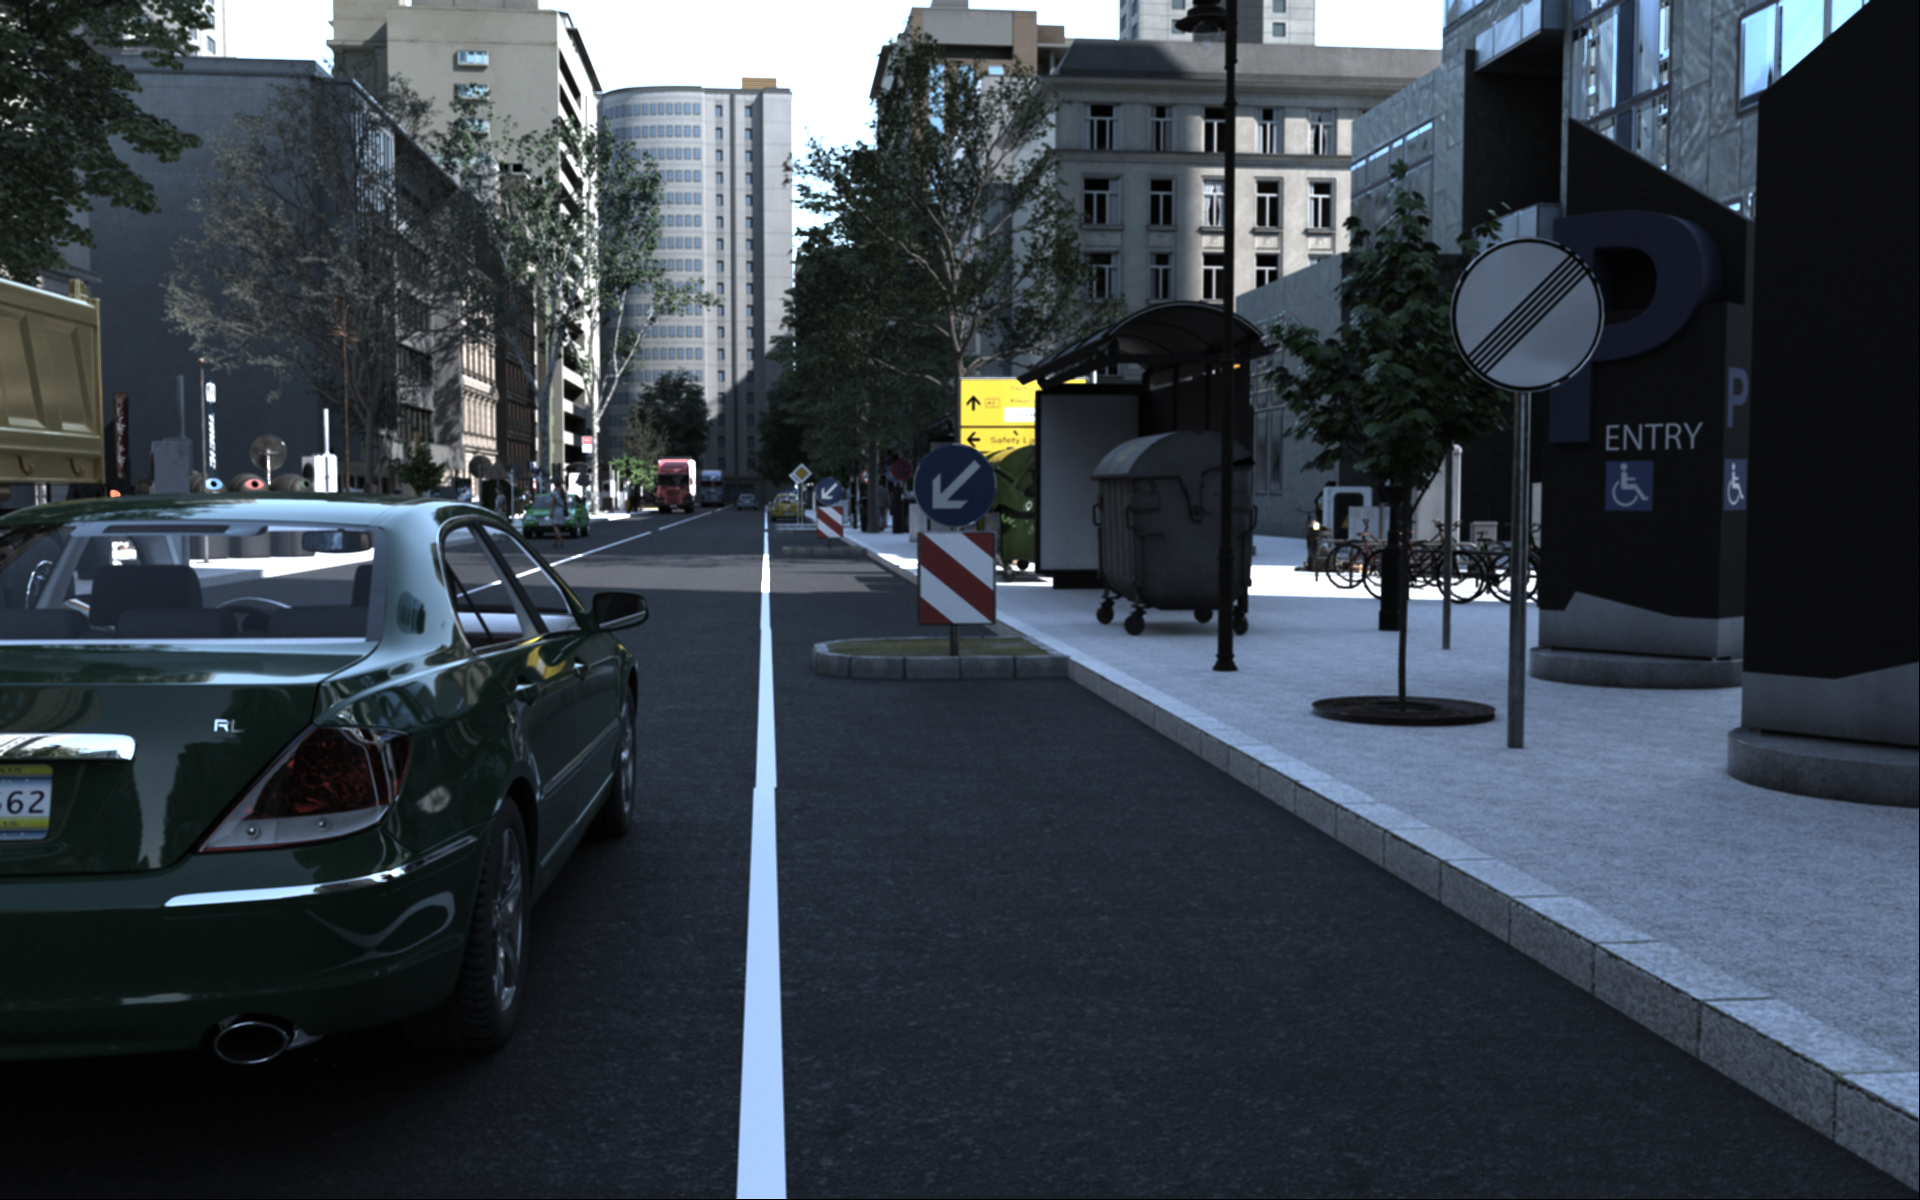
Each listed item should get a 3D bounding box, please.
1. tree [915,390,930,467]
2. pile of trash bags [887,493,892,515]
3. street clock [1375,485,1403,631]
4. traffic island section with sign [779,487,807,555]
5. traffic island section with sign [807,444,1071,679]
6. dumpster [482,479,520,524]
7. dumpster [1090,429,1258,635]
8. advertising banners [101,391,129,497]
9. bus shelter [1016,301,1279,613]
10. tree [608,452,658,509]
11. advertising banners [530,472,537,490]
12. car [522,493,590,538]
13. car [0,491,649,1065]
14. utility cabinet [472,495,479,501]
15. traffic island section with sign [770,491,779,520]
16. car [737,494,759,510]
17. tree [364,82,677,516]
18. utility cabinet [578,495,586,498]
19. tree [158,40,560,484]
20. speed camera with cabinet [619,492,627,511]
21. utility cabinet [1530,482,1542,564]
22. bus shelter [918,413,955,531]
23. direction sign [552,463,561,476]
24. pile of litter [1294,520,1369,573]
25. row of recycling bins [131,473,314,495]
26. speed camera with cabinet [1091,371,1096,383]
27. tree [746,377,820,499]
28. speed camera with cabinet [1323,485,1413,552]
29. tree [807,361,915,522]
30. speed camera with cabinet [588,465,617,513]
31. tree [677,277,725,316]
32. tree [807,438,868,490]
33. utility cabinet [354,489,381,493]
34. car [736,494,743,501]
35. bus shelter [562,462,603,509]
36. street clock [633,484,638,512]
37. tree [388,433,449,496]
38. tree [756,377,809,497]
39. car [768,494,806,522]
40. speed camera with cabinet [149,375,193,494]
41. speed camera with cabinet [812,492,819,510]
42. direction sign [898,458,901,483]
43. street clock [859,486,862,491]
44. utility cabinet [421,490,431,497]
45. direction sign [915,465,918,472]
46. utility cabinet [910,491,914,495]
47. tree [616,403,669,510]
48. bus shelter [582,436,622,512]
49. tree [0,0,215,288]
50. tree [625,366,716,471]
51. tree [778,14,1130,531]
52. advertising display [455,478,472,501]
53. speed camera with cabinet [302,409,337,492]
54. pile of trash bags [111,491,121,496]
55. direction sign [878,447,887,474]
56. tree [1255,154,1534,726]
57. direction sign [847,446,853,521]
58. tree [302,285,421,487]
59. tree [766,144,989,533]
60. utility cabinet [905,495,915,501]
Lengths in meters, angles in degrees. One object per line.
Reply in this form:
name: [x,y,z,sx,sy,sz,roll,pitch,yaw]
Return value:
tree: [-3.278,-9.852,111.450,4.360,8.622,3.978,0,3,0]
pile of trash bags: [-3.455,-5.803,104.634,1.912,1.369,3.447,-2,4,-25]
street clock: [4.076,-0.716,16.272,0.471,2.002,0.358,3,4,38]
traffic island section with sign: [-3.254,-2.004,41.395,1.989,1.847,2.006,0,4,-6]
traffic island section with sign: [-0.225,-0.353,14.398,1.989,1.847,2.006,0,4,-6]
dumpster: [-19.841,-4.409,74.573,1.502,2.255,1.985,0,4,-7]
dumpster: [2.018,-0.652,16.418,1.264,1.857,1.865,0,4,-6]
advertising banners: [-14.926,-2.077,30.143,2.074,3.025,0.090,3,5,40]
bus shelter: [2.070,-1.652,20.928,2.014,3.302,5.546,0,4,-6]
tree: [-26.950,-10.026,147.641,4.285,4.588,4.351,0,3,0]
advertising banners: [-31.327,-8.192,130.119,2.074,3.025,0.090,-3,5,-41]
car: [-13.405,-2.981,57.542,1.959,1.807,4.718,0,4,-6]
car: [-2.178,0.366,5.808,2.131,1.459,4.920,0,4,-5]
utility cabinet: [-29.520,-5.783,105.714,0.306,1.237,1.020,0,4,-5]
traffic island section with sign: [-9.430,-5.383,96.634,1.989,1.847,2.006,0,4,-6]
car: [-18.862,-8.677,153.876,2.014,1.417,4.499,0,4,-5]
tree: [-20.689,-13.789,81.345,12.611,20.169,13.585,0,3,0]
utility cabinet: [-20.793,-5.097,94.498,0.306,1.237,1.020,1,4,18]
tree: [-16.178,-8.363,47.104,12.009,13.543,11.850,0,3,0]
speed camera with cabinet: [-25.982,-8.338,130.661,2.038,3.252,0.660,1,4,19]
utility cabinet: [10.809,-1.396,31.505,1.173,1.500,0.318,-3,5,-43]
bus shelter: [0.221,-2.942,42.027,2.014,3.302,5.546,0,4,-6]
direction sign: [-29.751,-8.307,127.809,0.876,3.537,0.379,2,4,29]
pile of litter: [6.184,-0.908,28.806,1.176,0.858,1.719,0,4,3]
row of recycling bins: [-14.528,-1.662,34.293,1.069,1.692,3.534,3,5,39]
speed camera with cabinet: [2.281,-2.007,27.149,0.660,3.252,2.038,0,4,4]
tree: [-15.042,-15.114,164.115,9.611,12.733,9.660,0,3,0]
speed camera with cabinet: [9.089,-2.685,38.231,2.038,3.252,0.660,0,4,0]
tree: [-4.520,-7.792,77.765,4.360,8.622,3.978,0,3,0]
speed camera with cabinet: [-24.203,-7.479,116.617,2.038,3.252,0.660,2,4,25]
tree: [-19.942,-14.973,100.699,12.611,20.169,13.585,0,3,0]
tree: [-6.090,-6.370,87.871,4.285,4.588,4.351,0,3,0]
utility cabinet: [-26.476,-4.199,77.331,1.173,1.500,0.318,-1,4,-18]
car: [-23.298,-10.786,188.142,2.131,1.459,4.920,0,4,-7]
bus shelter: [-24.530,-7.268,112.748,2.014,3.302,5.546,0,4,-6]
street clock: [-22.734,-7.148,121.446,0.358,2.002,0.471,-1,4,-16]
tree: [-16.882,-3.675,54.684,1.663,3.219,1.824,0,3,0]
tree: [-16.640,-16.705,179.777,9.857,13.997,8.962,0,3,0]
car: [-9.120,-4.973,91.539,2.015,1.641,3.980,0,4,-8]
speed camera with cabinet: [-13.421,-2.144,29.385,0.660,3.252,2.038,-2,4,-26]
speed camera with cabinet: [-10.842,-8.856,139.133,2.038,3.252,0.660,-3,4,-36]
direction sign: [-3.791,-7.135,108.657,0.379,3.537,0.876,-1,4,-12]
street clock: [-5.413,-5.312,91.421,0.471,2.002,0.358,-1,4,-21]
utility cabinet: [-26.430,-4.743,86.227,1.173,1.500,0.318,-3,5,-42]
direction sign: [-3.201,-8.612,132.802,0.379,3.537,0.876,-2,4,-28]
utility cabinet: [-3.012,-7.014,123.358,1.173,1.500,0.318,3,4,37]
tree: [-25.680,-11.642,140.714,4.360,8.622,3.978,0,3,0]
bus shelter: [-25.379,-8.872,122.683,2.179,5.291,8.768,0,4,-6]
tree: [-12.081,-6.175,19.091,7.486,12.596,7.792,0,3,0]
tree: [-29.393,-16.343,173.856,9.857,13.997,8.962,0,3,0]
tree: [-0.198,-6.116,34.411,7.601,10.594,8.767,0,4,2]
advertising display: [-20.393,-4.032,71.131,0.123,1.923,0.974,1,4,20]
speed camera with cabinet: [-15.351,-2.833,40.662,2.038,3.252,0.660,3,5,44]
pile of trash bags: [-22.776,-2.214,45.955,1.912,1.369,3.447,-3,4,-38]
direction sign: [-3.681,-5.546,82.674,0.379,3.537,0.876,2,4,23]
tree: [2.465,-0.945,10.059,1.663,3.219,1.824,0,3,0]
direction sign: [-5.166,-5.487,81.714,0.379,3.537,0.876,1,4,13]
tree: [-20.199,-6.656,59.188,4.360,8.622,3.978,0,3,0]
tree: [-2.548,-8.465,56.533,7.486,12.596,7.792,0,3,0]
utility cabinet: [-2.742,-5.413,99.656,1.020,1.237,0.306,-3,4,-37]
